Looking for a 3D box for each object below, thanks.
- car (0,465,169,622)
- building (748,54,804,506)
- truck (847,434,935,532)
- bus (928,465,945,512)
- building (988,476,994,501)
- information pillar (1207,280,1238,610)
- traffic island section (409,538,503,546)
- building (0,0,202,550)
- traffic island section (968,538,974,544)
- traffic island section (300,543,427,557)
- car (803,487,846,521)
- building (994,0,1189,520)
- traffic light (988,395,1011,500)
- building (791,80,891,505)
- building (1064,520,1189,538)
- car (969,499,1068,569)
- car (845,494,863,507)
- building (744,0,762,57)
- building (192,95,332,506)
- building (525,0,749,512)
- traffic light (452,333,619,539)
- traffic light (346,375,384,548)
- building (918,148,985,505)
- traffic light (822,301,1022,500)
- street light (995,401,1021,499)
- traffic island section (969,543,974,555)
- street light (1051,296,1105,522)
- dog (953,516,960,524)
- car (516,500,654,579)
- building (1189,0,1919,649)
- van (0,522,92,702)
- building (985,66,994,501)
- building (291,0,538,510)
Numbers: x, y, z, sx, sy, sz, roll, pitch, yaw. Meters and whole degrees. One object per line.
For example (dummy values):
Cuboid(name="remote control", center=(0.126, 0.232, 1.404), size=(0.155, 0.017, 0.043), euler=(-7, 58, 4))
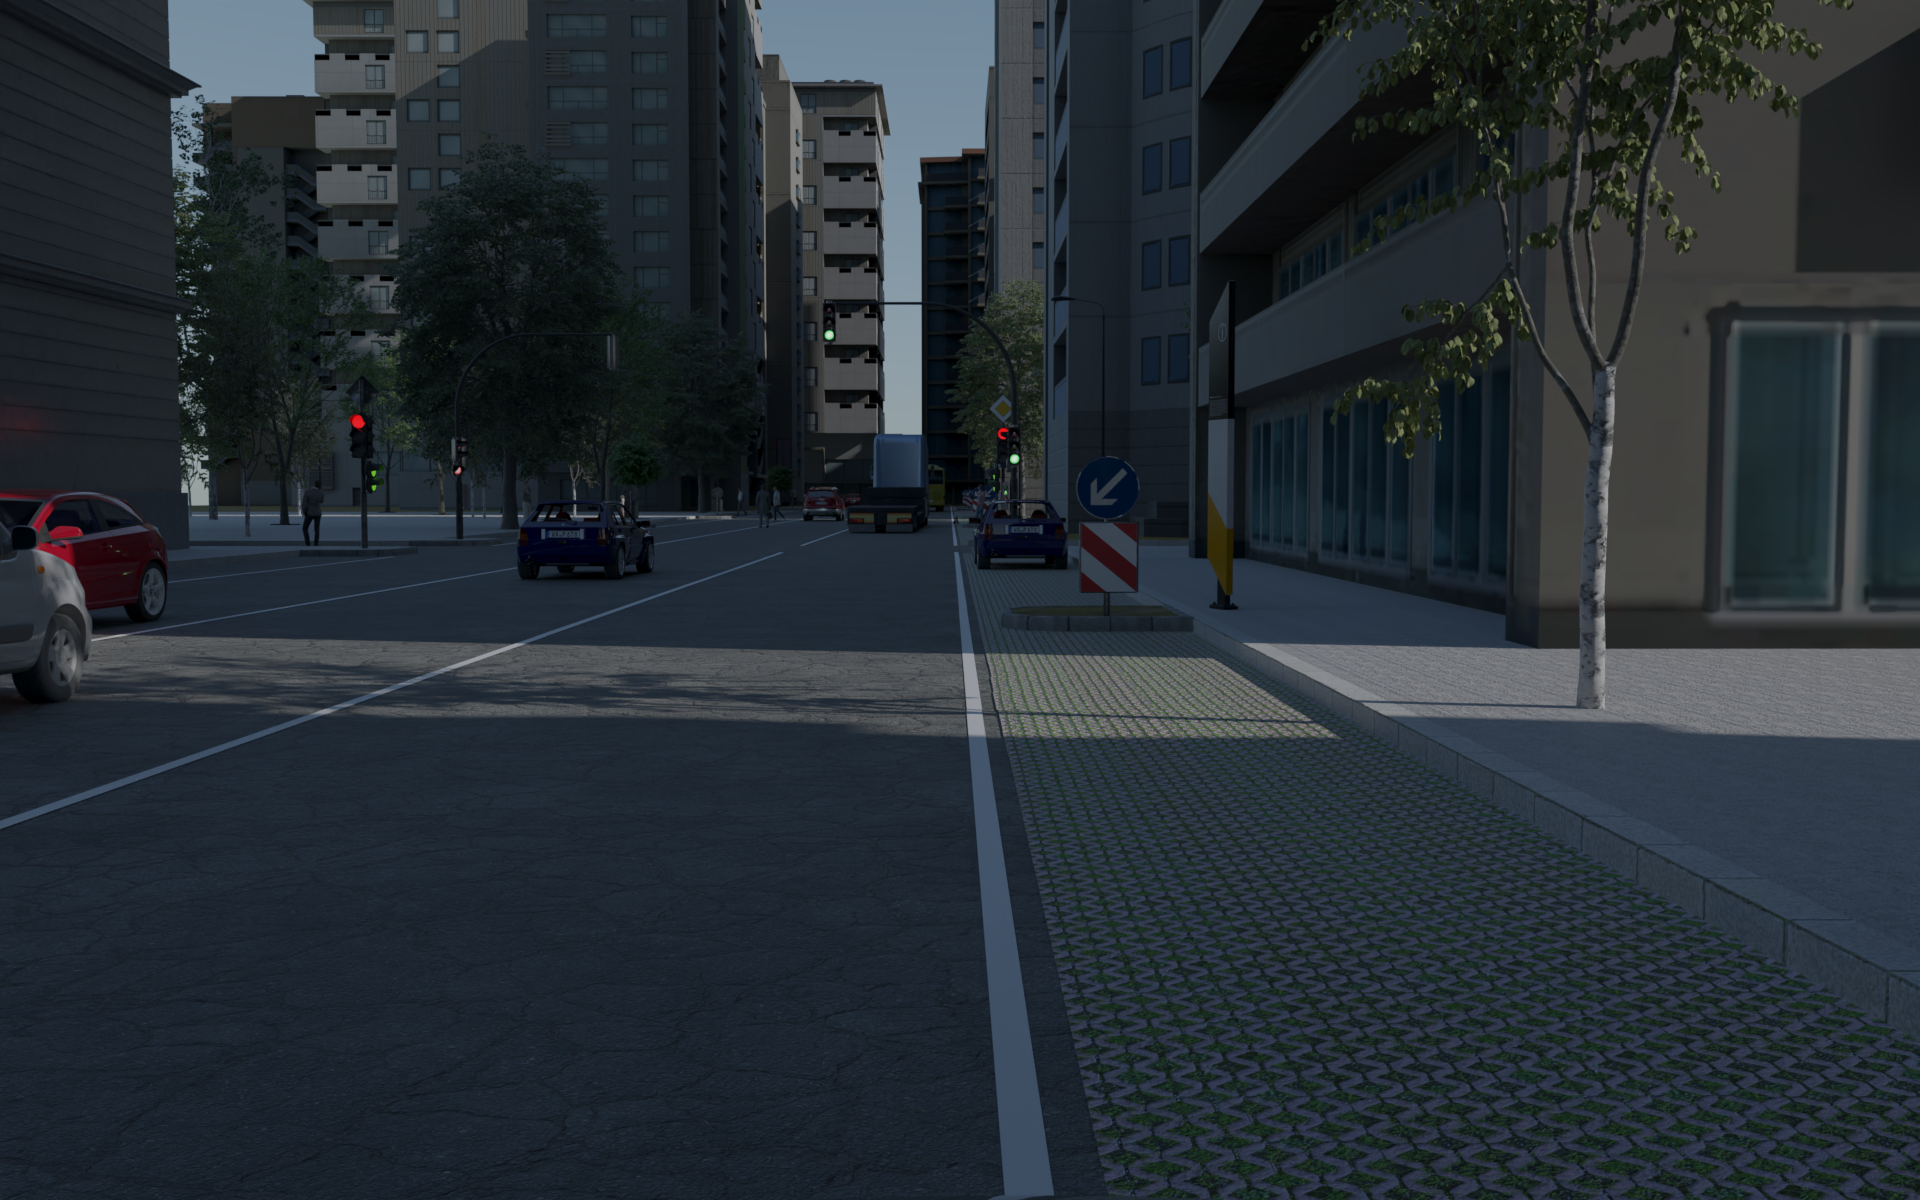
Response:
Cuboid(name="car", center=(-9.947, -0.548, 18.008), size=(2.155, 1.783, 4.494), euler=(0, 4, 0))
Cuboid(name="building", center=(-28.502, -34.563, 188.808), size=(21.600, 48.544, 21.300), euler=(0, 4, 0))
Cuboid(name="truck", center=(-2.773, -5.044, 72.224), size=(2.967, 4.110, 18.799), euler=(0, 4, 1))
Cuboid(name="bus", center=(-2.598, -9.364, 144.654), size=(2.896, 3.916, 12.252), euler=(0, 4, -1))
Cuboid(name="building", center=(18.923, -29.027, 166.471), size=(32.217, 40.220, 23.993), euler=(0, 4, 0))
Cuboid(name="information pillar", center=(2.916, -1.709, 19.299), size=(0.183, 3.616, 0.504), euler=(-1, 4, -18))
Cuboid(name="traffic island section", center=(-14.198, -1.640, 49.102), size=(2.009, 0.180, 2.903), euler=(0, 4, 0))
Cuboid(name="building", center=(-29.146, -15.050, 33.460), size=(23.554, 28.519, 14.401), euler=(0, 4, 0))
Cuboid(name="traffic island section", center=(1.243, -1.646, 49.190), size=(2.009, 0.180, 2.903), euler=(0, 4, 0))
Cuboid(name="traffic island section", center=(-14.150, -1.152, 41.117), size=(2.009, 0.180, 2.903), euler=(0, 4, 0))
Cuboid(name="car", center=(-7.281, -5.149, 92.852), size=(2.281, 1.827, 5.304), euler=(0, 4, -1))
Cuboid(name="building", center=(12.660, -34.694, 109.251), size=(21.231, 58.520, 28.212), euler=(0, 4, 0))
Cuboid(name="traffic light", center=(1.203, -3.679, 49.076), size=(0.839, 4.253, 0.868), euler=(0, 4, 0))
Cuboid(name="building", center=(-20.851, -38.655, 221.255), size=(27.495, 52.752, 28.713), euler=(0, 4, 0))
Cuboid(name="building", center=(17.460, -31.611, 58.837), size=(28.212, 58.520, 21.231), euler=(0, 4, 0))
Cuboid(name="car", center=(1.155, -1.315, 34.085), size=(1.945, 1.354, 3.894), euler=(0, 4, -1))
Cuboid(name="car", center=(-11.892, -11.248, 192.941), size=(2.155, 1.783, 4.494), euler=(0, 4, -2))
Cuboid(name="building", center=(-31.734, -34.393, 151.562), size=(28.713, 52.752, 27.495), euler=(0, 4, 0))
Cuboid(name="building", center=(-74.450, -33.127, 191.742), size=(14.200, 45.320, 14.600), euler=(0, 4, 0))
Cuboid(name="building", center=(-23.896, -27.344, 130.668), size=(14.154, 41.232, 14.086), euler=(0, 4, 0))
Cuboid(name="traffic light", center=(-12.067, -4.547, 49.015), size=(4.771, 5.953, 1.251), euler=(0, 4, 0))
Cuboid(name="traffic light", center=(-14.110, -3.184, 40.983), size=(0.839, 4.253, 0.868), euler=(0, 4, 0))
Cuboid(name="building", center=(7.653, -34.454, 217.946), size=(28.867, 44.769, 22.147), euler=(0, 4, 0))
Cuboid(name="traffic light", center=(-0.840, -4.053, 40.937), size=(4.771, 5.953, 1.251), euler=(0, 4, 0))
Cuboid(name="street light", center=(2.424, -6.953, 86.224), size=(1.470, 5.913, 1.316), euler=(0, 4, 0))
Cuboid(name="traffic island section", center=(1.291, -1.157, 41.205), size=(2.009, 0.180, 2.903), euler=(0, 4, 0))
Cuboid(name="street light", center=(2.828, -4.171, 40.738), size=(1.470, 5.913, 1.316), euler=(0, 4, 0))
Cuboid(name="dog", center=(-0.119, -3.821, 82.661), size=(0.550, 0.427, 0.748), euler=(2, 4, 26))
Cuboid(name="car", center=(-6.510, -1.092, 30.432), size=(1.945, 1.354, 3.894), euler=(0, 4, 1))
Cuboid(name="building", center=(15.375, -24.447, 23.403), size=(21.300, 48.544, 21.600), euler=(0, 4, 0))
Cuboid(name="van", center=(-6.980, -0.222, 10.646), size=(2.013, 2.044, 4.112), euler=(0, 4, -1))
Cuboid(name="building", center=(13.560, -34.576, 189.020), size=(21.300, 48.544, 21.600), euler=(0, 4, 0))
Cuboid(name="building", center=(-53.029, -36.451, 185.214), size=(27.495, 52.752, 28.713), euler=(0, 4, 0))
